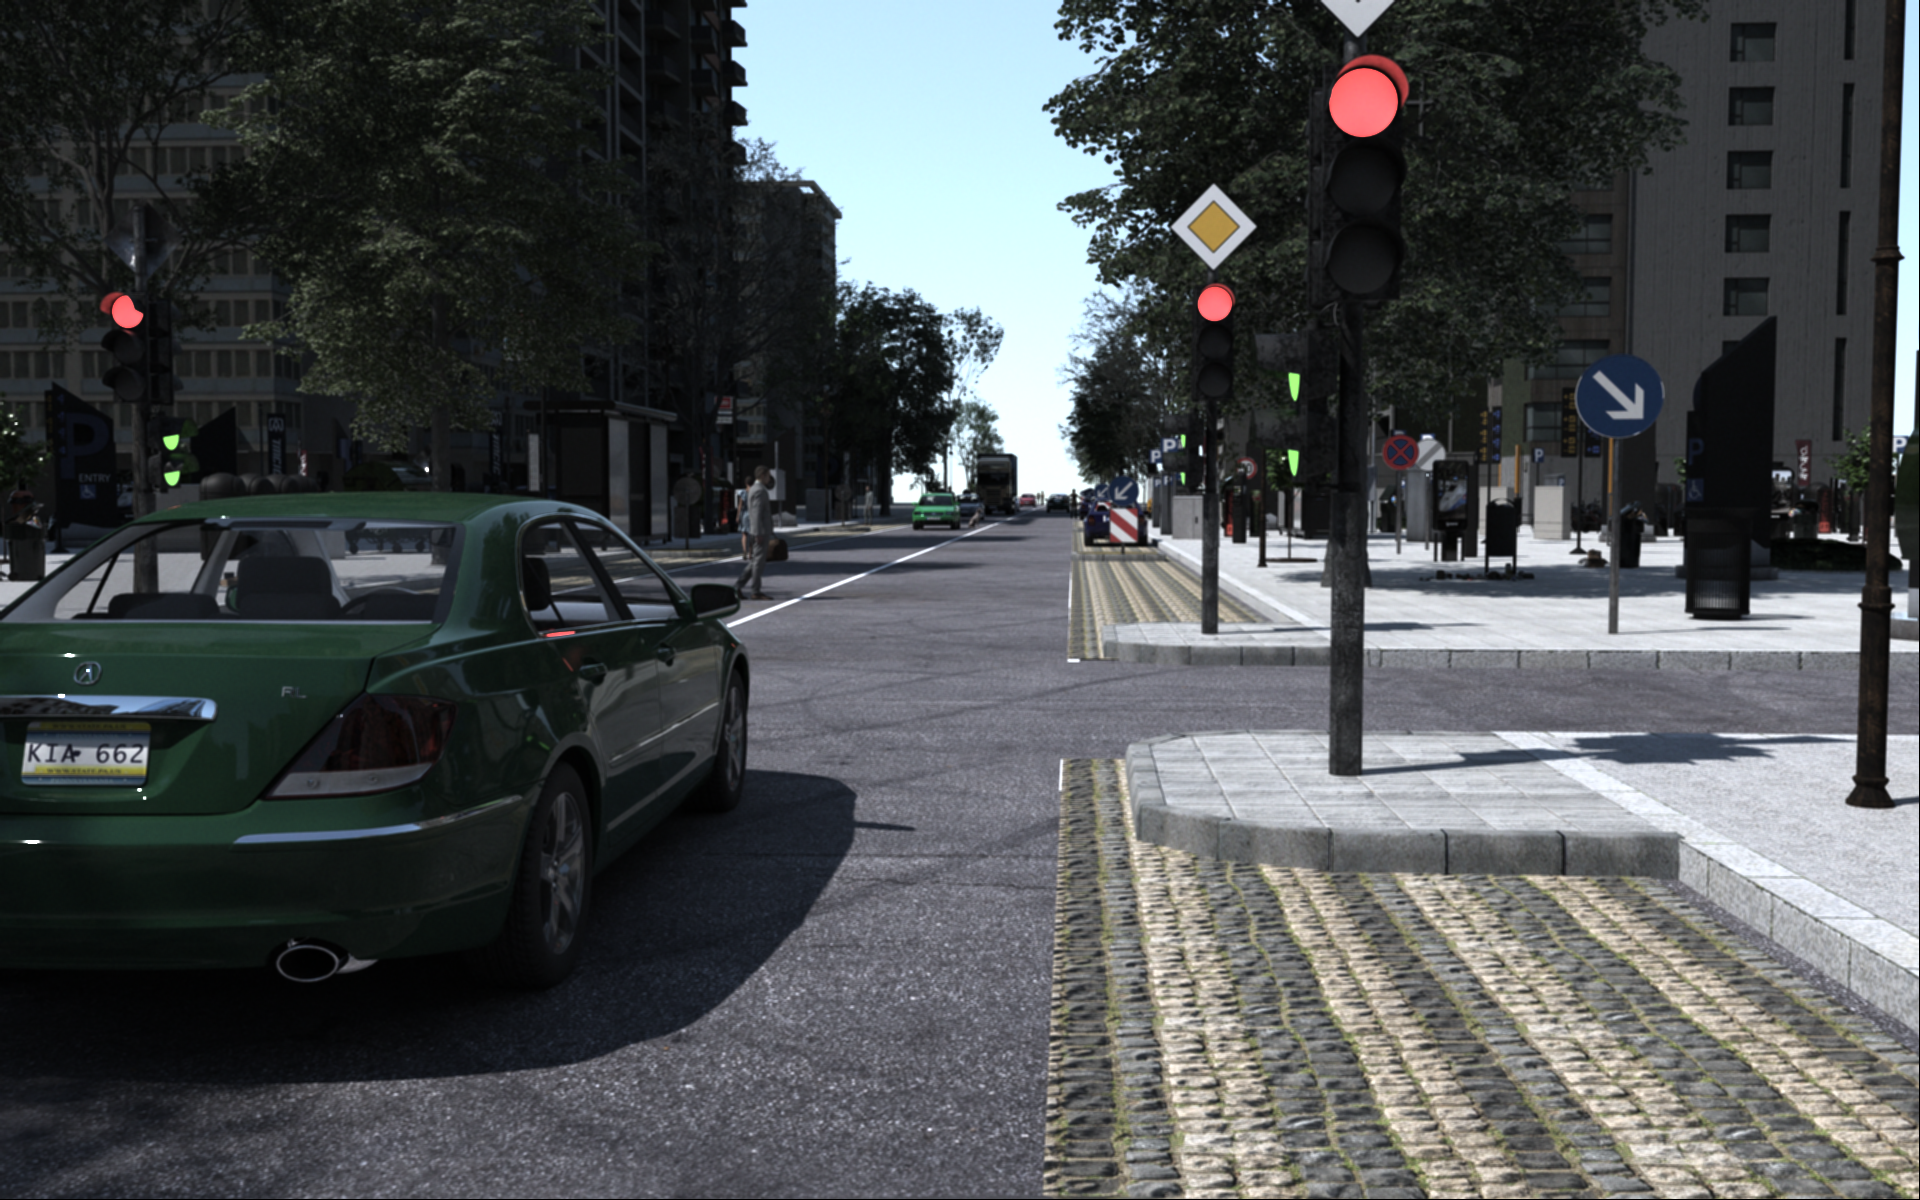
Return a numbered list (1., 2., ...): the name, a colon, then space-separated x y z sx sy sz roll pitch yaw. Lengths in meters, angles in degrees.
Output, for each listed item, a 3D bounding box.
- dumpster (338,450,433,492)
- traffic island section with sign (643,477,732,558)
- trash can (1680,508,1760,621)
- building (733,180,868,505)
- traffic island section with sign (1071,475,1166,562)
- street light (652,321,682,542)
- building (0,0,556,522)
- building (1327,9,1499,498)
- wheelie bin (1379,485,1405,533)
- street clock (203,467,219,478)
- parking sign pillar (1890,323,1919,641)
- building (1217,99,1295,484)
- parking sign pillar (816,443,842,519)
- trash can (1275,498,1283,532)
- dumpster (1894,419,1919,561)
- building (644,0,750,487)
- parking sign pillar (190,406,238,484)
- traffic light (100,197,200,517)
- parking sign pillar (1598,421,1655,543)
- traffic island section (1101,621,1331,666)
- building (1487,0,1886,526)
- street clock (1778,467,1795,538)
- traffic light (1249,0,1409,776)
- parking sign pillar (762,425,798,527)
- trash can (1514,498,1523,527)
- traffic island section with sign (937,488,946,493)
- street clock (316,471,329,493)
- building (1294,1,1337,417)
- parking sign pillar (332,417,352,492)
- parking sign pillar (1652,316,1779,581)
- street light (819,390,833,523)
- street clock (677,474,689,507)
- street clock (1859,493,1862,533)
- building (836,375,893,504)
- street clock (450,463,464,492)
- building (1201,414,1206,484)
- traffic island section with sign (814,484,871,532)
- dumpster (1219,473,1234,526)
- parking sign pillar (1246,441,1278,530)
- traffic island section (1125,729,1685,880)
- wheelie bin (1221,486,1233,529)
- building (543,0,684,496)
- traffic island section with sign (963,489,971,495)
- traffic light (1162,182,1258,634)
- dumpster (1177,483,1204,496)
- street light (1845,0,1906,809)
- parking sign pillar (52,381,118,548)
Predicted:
1. dumpster: -12.489 -2.158 37.783 1.502 2.255 1.985 0 4 4
2. traffic island section with sign: -6.257 -1.878 39.339 1.989 1.847 2.006 0 4 4
3. trash can: 7.776 -0.373 17.756 0.748 1.137 0.748 0 3 0
4. building: -27.537 -31.265 203.068 32.217 40.220 23.993 0 4 4
5. traffic island section with sign: 3.407 -1.764 37.464 1.989 1.847 2.006 0 4 4
6. street light: -7.819 -4.501 46.385 0.468 5.910 1.993 0 4 4
7. building: -32.961 -23.733 79.919 32.217 40.220 23.993 0 4 4
8. building: 35.178 -41.098 110.196 20.563 71.187 20.611 0 4 4
9. wheelie bin: 14.461 -3.062 57.974 0.693 1.594 0.980 -1 4 -17
10. street clock: -20.135 -2.573 46.642 0.358 2.002 0.471 0 4 2
11. parking sign pillar: 8.959 -1.644 15.352 1.447 3.967 1.447 -3 4 -38
12. building: 41.557 -35.656 206.669 21.300 48.544 21.600 0 4 4
13. parking sign pillar: -6.870 -6.264 90.892 1.447 3.967 1.447 1 4 9
14. trash can: 11.161 -2.917 59.351 0.748 1.137 0.748 0 3 0
15. dumpster: 4.933 -0.269 6.891 1.502 2.255 1.985 0 4 4
16. building: -27.909 -28.948 127.917 22.147 44.769 28.867 0 4 4
17. parking sign pillar: -22.760 -3.939 52.876 1.447 3.967 1.447 -1 4 -20
18. traffic light: -7.715 -1.683 16.434 0.839 4.253 0.868 0 4 4
19. parking sign pillar: 17.798 -3.523 46.075 1.447 3.967 1.447 2 4 25
20. traffic island section: 2.314 0.390 15.904 2.009 0.180 2.903 0 4 4
21. building: 30.714 -18.632 76.334 14.160 30.474 14.107 0 4 4
22. street clock: 21.987 -2.549 46.244 0.471 2.002 0.358 1 4 12
23. traffic light: 1.748 -1.156 7.824 0.839 4.253 0.868 0 4 4
24. parking sign pillar: -7.093 -4.858 67.904 1.447 3.967 1.447 0 4 0
25. trash can: 21.379 -3.381 66.937 0.748 1.137 0.748 0 3 0
26. traffic island section with sign: -1.200 -6.556 115.819 1.989 1.847 2.006 0 4 4
27. street clock: -19.953 -3.039 54.265 0.358 2.002 0.471 -3 5 -40
28. building: 36.975 -36.298 135.479 21.231 58.520 28.212 0 4 4
29. parking sign pillar: -21.760 -4.463 61.435 1.447 3.967 1.447 0 4 4
30. parking sign pillar: 11.659 -2.310 26.235 1.447 3.967 1.447 -1 4 -20
31. street light: -5.851 -6.316 76.046 0.468 5.910 1.993 0 4 4
32. street clock: -9.923 -3.527 62.233 0.471 2.002 0.358 -1 4 -10
33. street clock: 29.689 -3.228 57.342 0.358 2.002 0.471 -2 4 -24
34. building: -24.149 -23.567 230.362 27.650 21.520 28.899 0 4 4
35. street clock: -11.664 -2.163 39.930 0.471 2.002 0.358 2 4 34
36. building: 44.220 -35.368 232.888 22.147 44.769 28.867 0 4 4
37. traffic island section with sign: -4.467 -3.529 66.324 1.989 1.847 2.006 0 4 4
38. dumpster: 10.602 -3.875 65.852 1.502 2.255 1.985 0 4 4
39. parking sign pillar: 10.866 -4.482 61.746 1.447 3.967 1.447 2 4 23
40. traffic island section: 1.787 0.877 7.936 2.009 0.180 2.903 0 4 4
41. wheelie bin: 10.078 -3.430 63.981 0.980 1.594 0.693 3 5 44
42. building: -27.684 -40.599 102.038 20.563 71.187 20.611 0 4 4
43. traffic island section with sign: 0.597 -8.204 142.761 1.989 1.847 2.006 0 4 4
44. traffic light: 2.275 -1.643 15.792 0.839 4.253 0.868 0 4 4
45. dumpster: 9.365 -3.990 71.000 1.264 1.857 1.865 0 4 4
46. street light: 3.754 -2.090 6.966 0.468 5.910 1.993 0 4 4
47. parking sign pillar: -21.114 -3.263 41.819 1.447 3.967 1.447 -2 4 -34
